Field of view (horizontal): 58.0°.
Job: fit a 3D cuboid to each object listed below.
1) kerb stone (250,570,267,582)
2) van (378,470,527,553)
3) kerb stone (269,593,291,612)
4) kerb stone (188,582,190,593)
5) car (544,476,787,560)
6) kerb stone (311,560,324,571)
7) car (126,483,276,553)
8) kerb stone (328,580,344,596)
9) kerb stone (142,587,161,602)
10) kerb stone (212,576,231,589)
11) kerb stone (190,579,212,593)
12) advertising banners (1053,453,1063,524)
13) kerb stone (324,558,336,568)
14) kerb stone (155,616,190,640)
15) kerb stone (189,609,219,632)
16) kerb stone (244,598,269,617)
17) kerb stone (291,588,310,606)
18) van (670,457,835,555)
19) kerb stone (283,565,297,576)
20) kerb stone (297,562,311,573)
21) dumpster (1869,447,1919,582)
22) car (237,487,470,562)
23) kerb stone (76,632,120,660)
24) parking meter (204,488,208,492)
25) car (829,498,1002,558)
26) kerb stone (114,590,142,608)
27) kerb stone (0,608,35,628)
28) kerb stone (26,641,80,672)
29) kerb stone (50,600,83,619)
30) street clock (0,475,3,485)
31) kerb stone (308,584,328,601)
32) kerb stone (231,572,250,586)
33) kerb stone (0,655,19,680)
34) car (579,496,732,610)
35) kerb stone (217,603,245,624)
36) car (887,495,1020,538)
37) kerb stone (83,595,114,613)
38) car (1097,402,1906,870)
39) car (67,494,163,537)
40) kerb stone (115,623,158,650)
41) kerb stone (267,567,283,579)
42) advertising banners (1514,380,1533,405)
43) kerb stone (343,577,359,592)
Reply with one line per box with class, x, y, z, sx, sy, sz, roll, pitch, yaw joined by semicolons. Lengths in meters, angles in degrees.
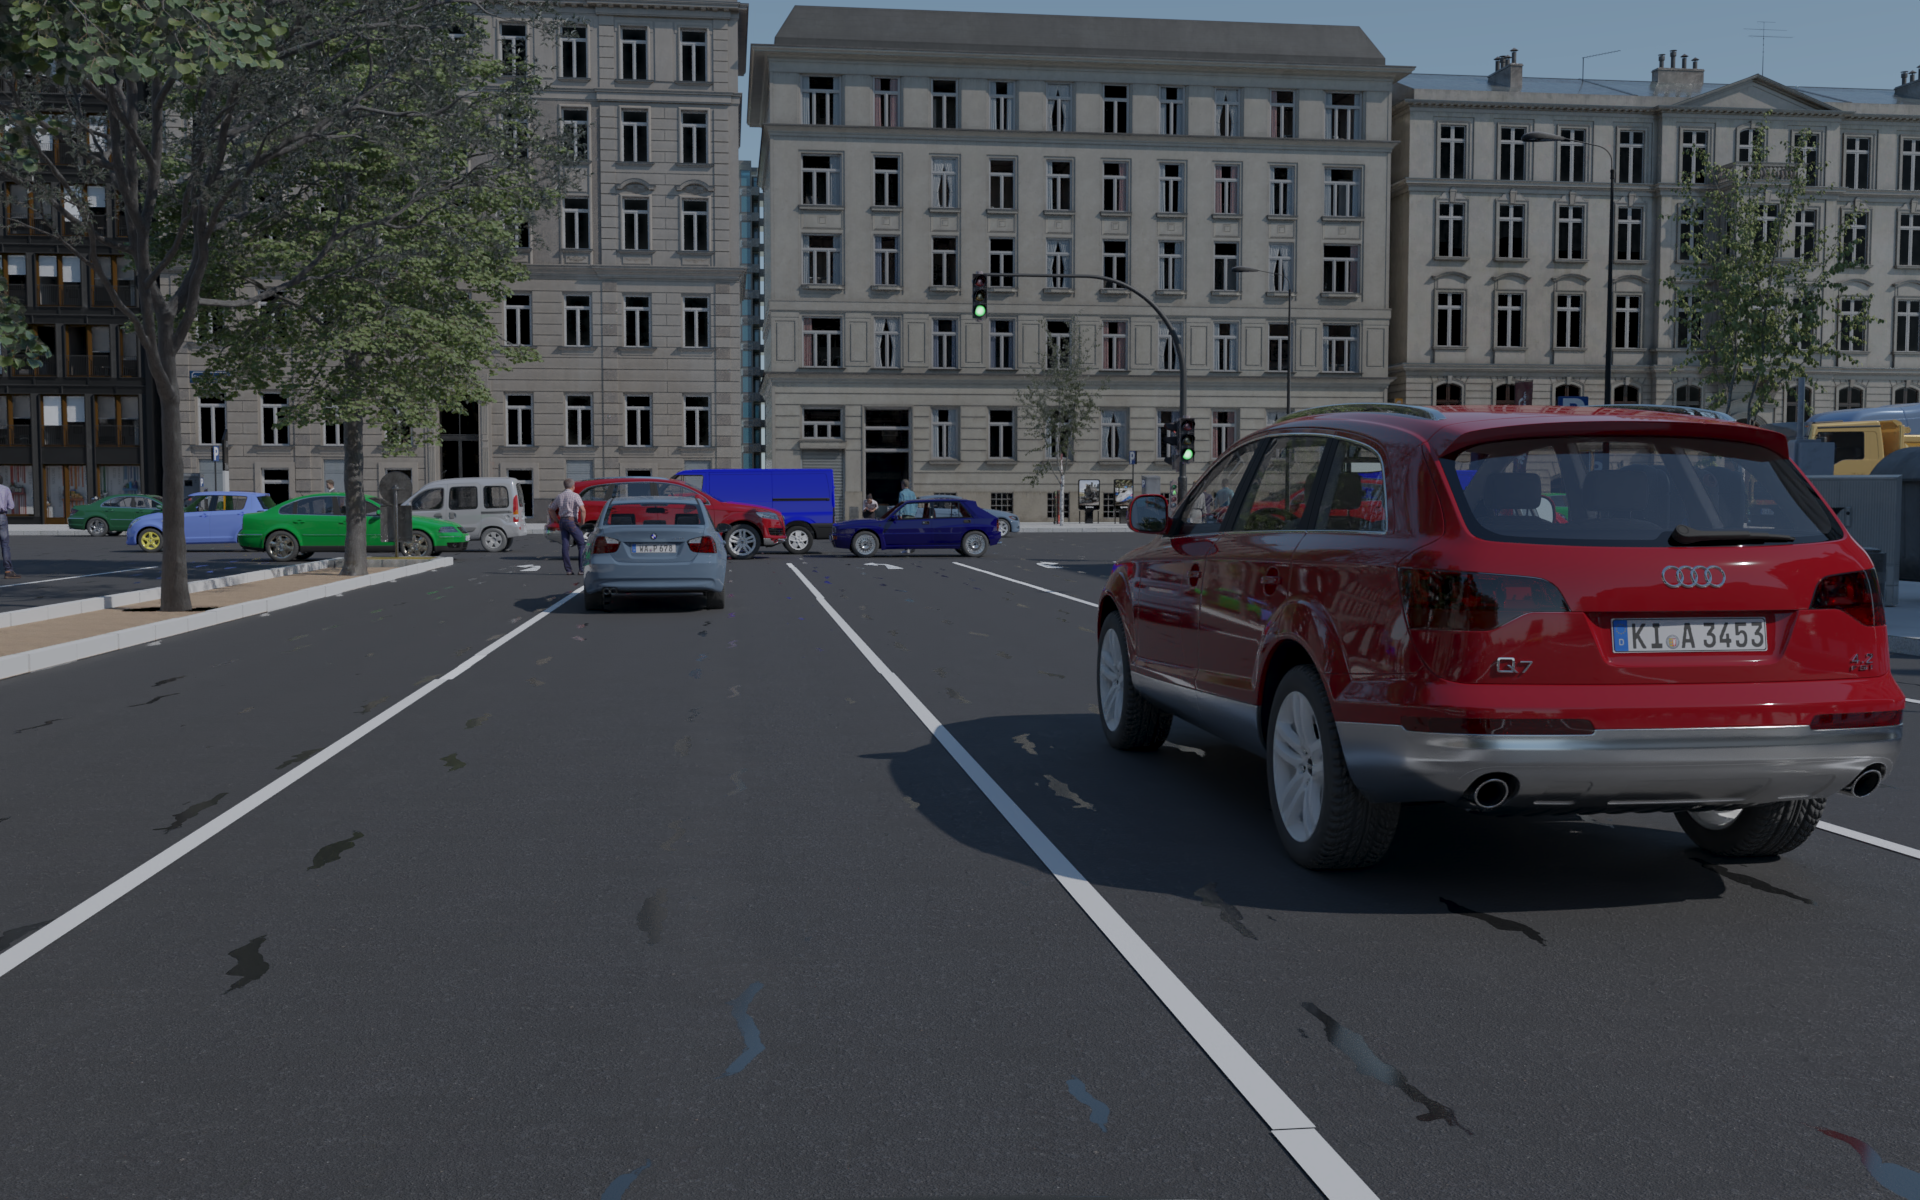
kerb stone;-11.581;-0.375;28.345;0.120;0.150;1.000;0;4;-8
van;-12.904;-2.205;43.068;4.112;2.044;2.013;-1;4;-8
kerb stone;-8.535;0.046;21.527;0.120;0.150;1.000;0;4;-8
kerb stone;-11.032;-0.126;24.252;0.120;0.150;1.000;0;4;-8
car;-6.509;-1.820;38.428;5.304;1.827;2.281;-1;4;-8
kerb stone;-12.128;-0.625;32.422;0.120;0.150;1.000;0;4;-8
car;-18.816;-2.061;43.283;3.694;1.707;1.945;0;4;-7
kerb stone;-8.952;-0.147;24.597;0.120;0.150;1.000;0;4;-8
kerb stone;-10.889;-0.062;23.226;0.120;0.150;1.000;0;4;-8
kerb stone;-11.312;-0.248;26.304;0.120;0.150;1.000;0;4;-8
kerb stone;-11.166;-0.188;25.282;0.120;0.150;1.000;0;4;-8
advertising banners;4.198;-4.749;73.831;0.090;3.025;2.074;1;4;13
kerb stone;-12.267;-0.688;33.439;0.120;0.150;1.000;0;4;-8
kerb stone;-7.995;0.291;17.437;0.120;0.150;1.000;0;4;-8
kerb stone;-8.133;0.236;18.459;0.120;0.150;1.000;0;4;-8
kerb stone;-8.410;0.103;20.505;0.120;0.150;1.000;0;4;-8
kerb stone;-8.678;-0.017;22.549;0.120;0.150;1.000;0;4;-8
van;-5.567;-2.279;41.651;5.245;2.365;2.240;0;4;-8
kerb stone;-11.856;-0.501;30.386;0.120;0.150;1.000;0;4;-8
kerb stone;-11.989;-0.563;31.403;0.120;0.150;1.000;0;4;-8
dumpster;11.780;-0.892;20.346;1.264;1.857;1.865;0;4;-8
car;-13.049;-1.751;37.426;4.718;1.807;1.959;0;4;-7
kerb stone;-7.723;0.419;15.392;0.120;0.150;1.000;0;4;-8
parking meter;-30.296;-3.726;69.326;0.372;1.533;0.369;0;3;0
car;-1.050;-1.665;39.806;3.894;1.354;1.945;0;4;-7
kerb stone;-10.754;-0.001;22.204;0.120;0.150;1.000;0;4;-8
kerb stone;-10.344;0.186;19.148;0.120;0.150;1.000;0;4;-8
kerb stone;-7.580;0.478;14.376;0.120;0.150;1.000;0;4;-8
kerb stone;-10.486;0.124;20.167;0.120;0.150;1.000;0;4;-8
street clock;-34.449;-3.506;61.895;0.471;2.002;0.358;1;4;14
kerb stone;-8.818;-0.084;23.565;0.120;0.150;1.000;0;4;-8
kerb stone;-11.444;-0.308;27.328;0.120;0.150;1.000;0;4;-8
kerb stone;-7.452;0.541;13.358;0.120;0.150;1.000;0;4;-8
car;-3.993;-0.656;22.736;2.014;1.417;4.499;-1;4;-9
kerb stone;-8.273;0.166;19.476;0.120;0.150;1.000;0;4;-8
car;-0.246;-2.784;57.522;4.499;1.417;2.014;0;4;-7
kerb stone;-10.619;0.062;21.187;0.120;0.150;1.000;0;4;-8
car;2.066;0.026;8.255;2.281;1.827;5.304;0;4;-8
car;-27.756;-2.898;59.181;4.920;1.459;2.131;-1;4;-9
kerb stone;-7.856;0.354;16.414;0.120;0.150;1.000;0;4;-8
kerb stone;-11.716;-0.438;29.362;0.120;0.150;1.000;0;4;-8
advertising banners;8.527;-1.918;27.548;0.090;3.025;2.074;-1;4;-12
kerb stone;-9.099;-0.209;25.614;0.120;0.150;1.000;0;4;-8
